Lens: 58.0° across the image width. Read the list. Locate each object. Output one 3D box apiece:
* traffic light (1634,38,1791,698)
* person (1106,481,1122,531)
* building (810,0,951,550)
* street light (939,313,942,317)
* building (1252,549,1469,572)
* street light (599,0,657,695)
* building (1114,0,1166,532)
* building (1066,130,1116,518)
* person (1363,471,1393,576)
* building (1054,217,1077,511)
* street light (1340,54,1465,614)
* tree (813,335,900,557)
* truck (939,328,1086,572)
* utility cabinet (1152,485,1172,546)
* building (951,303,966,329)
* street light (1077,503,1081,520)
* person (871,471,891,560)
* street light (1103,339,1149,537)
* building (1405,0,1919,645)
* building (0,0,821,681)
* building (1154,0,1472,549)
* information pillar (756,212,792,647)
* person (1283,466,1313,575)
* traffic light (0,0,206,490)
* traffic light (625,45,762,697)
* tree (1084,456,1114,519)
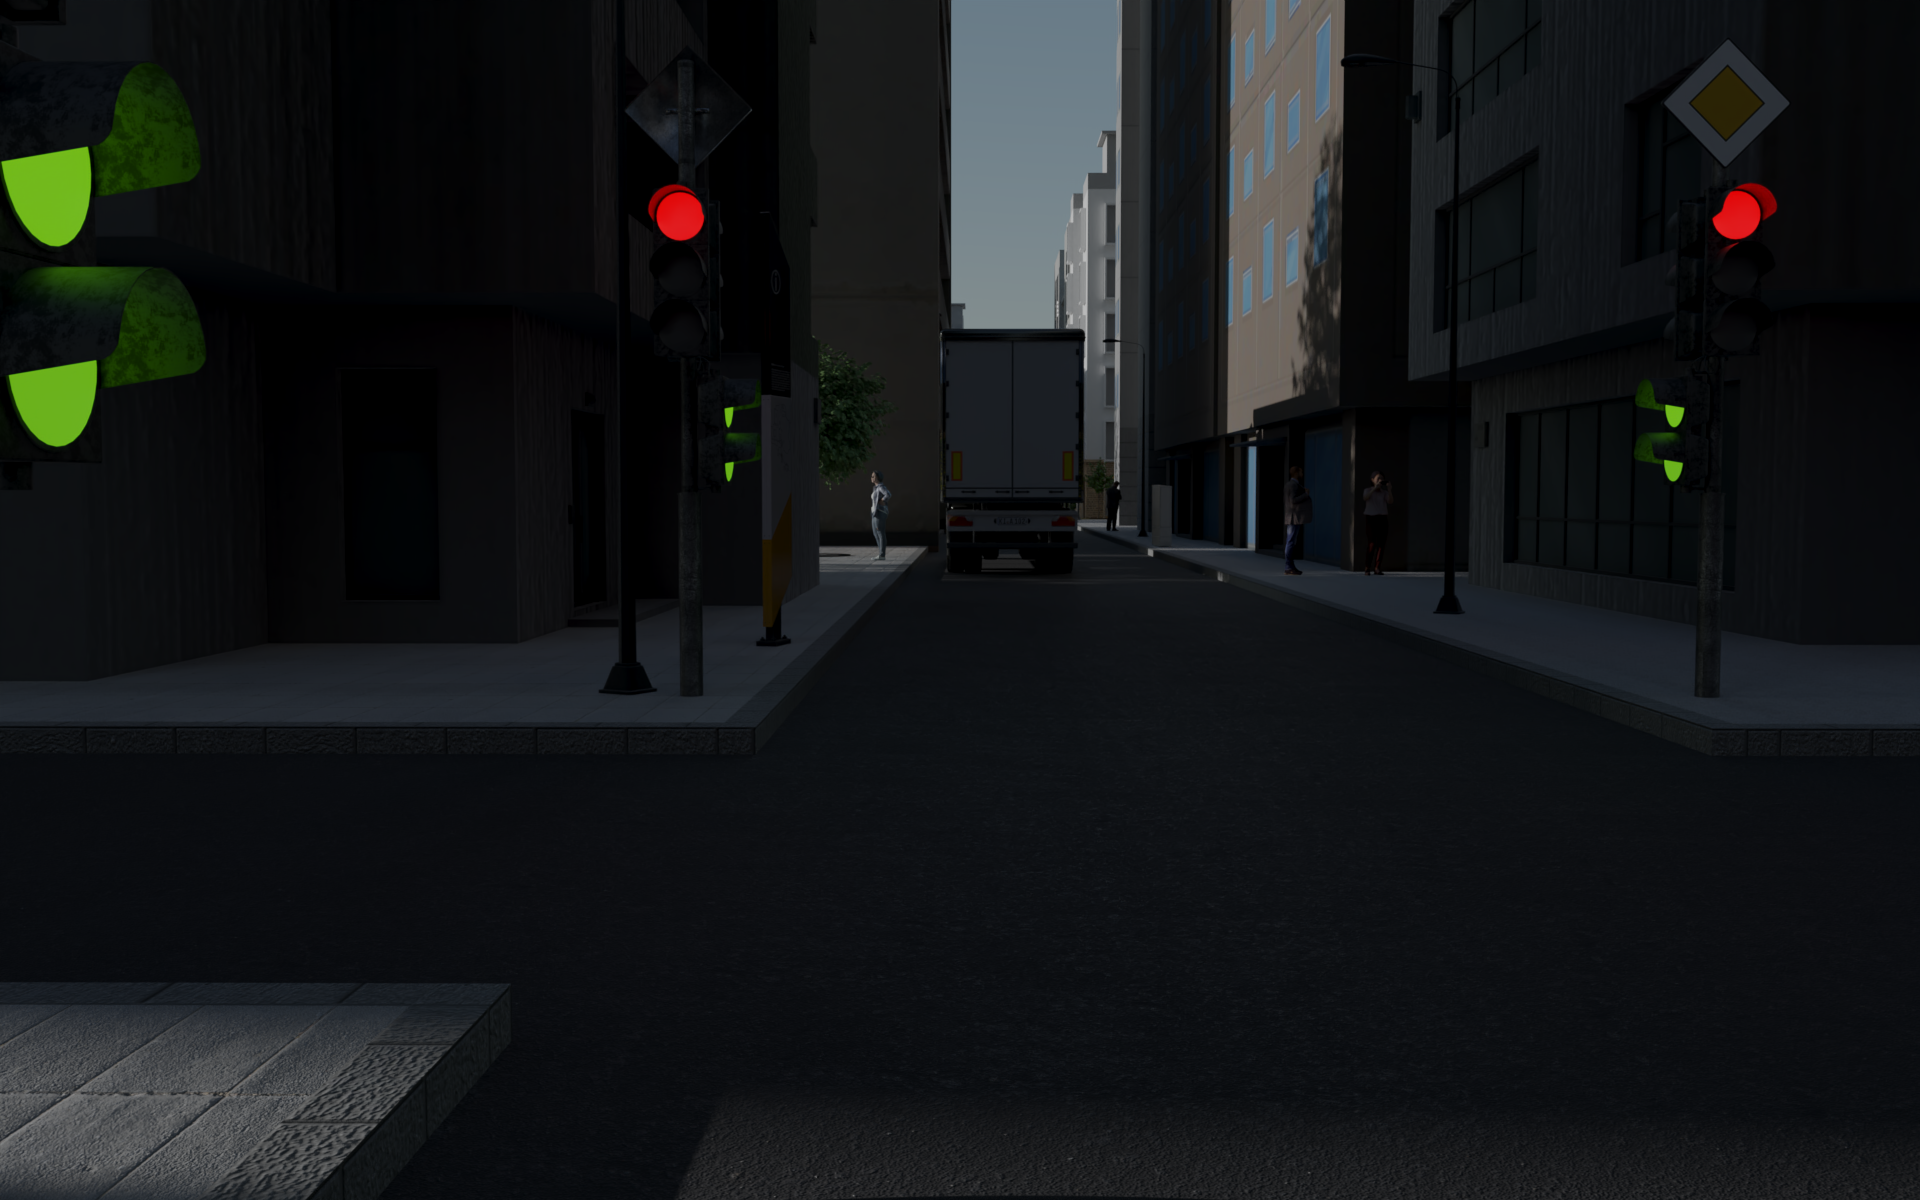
[{"bbox_3d":[4.711,-1.341,10.853,0.839,4.253,0.868,0,4,1],"label":"traffic light"},{"bbox_3d":[5.359,-3.271,60.217,0.565,1.739,0.600,1,4,12],"label":"person"},{"bbox_3d":[-11.069,-26.182,51.780,21.300,48.544,21.600,0,4,1],"label":"building"},{"bbox_3d":[-1.164,-4.390,44.316,1.470,5.913,1.316,0,4,1],"label":"street light"},{"bbox_3d":[13.098,-23.466,33.776,14.600,45.320,14.200,0,4,1],"label":"building"},{"bbox_3d":[-1.608,-2.354,11.023,1.470,5.913,1.316,0,4,1],"label":"street light"},{"bbox_3d":[16.942,-32.307,70.217,21.231,58.520,28.212,0,4,1],"label":"building"},{"bbox_3d":[14.018,-14.653,95.998,16.016,20.091,11.380,0,4,1],"label":"building"},{"bbox_3d":[6.604,-1.212,27.324,0.517,1.644,0.566,2,4,33],"label":"person"},{"bbox_3d":[15.485,-15.397,118.202,16.747,18.905,31.486,0,4,1],"label":"building"},{"bbox_3d":[4.719,-2.809,18.463,1.470,5.913,1.316,0,4,1],"label":"street light"},{"bbox_3d":[-2.913,-3.190,35.870,4.285,4.588,4.351,0,3,0],"label":"tree"},{"bbox_3d":[0.944,-2.816,34.952,2.839,4.237,11.283,0,4,1],"label":"truck"},{"bbox_3d":[4.959,-2.067,42.471,0.318,1.500,1.173,0,4,-3],"label":"utility cabinet"},{"bbox_3d":[-5.094,-19.682,178.227,11.380,20.091,16.016,0,4,1],"label":"building"},{"bbox_3d":[5.276,-6.899,85.342,1.470,5.913,1.316,0,4,1],"label":"street light"},{"bbox_3d":[-1.541,-1.638,33.552,0.376,1.734,0.841,0,4,-6],"label":"person"},{"bbox_3d":[4.959,-4.854,51.906,1.470,5.913,1.316,0,4,1],"label":"street light"},{"bbox_3d":[13.142,-14.997,16.897,14.107,30.474,14.160,0,4,1],"label":"building"},{"bbox_3d":[-9.086,-14.998,16.918,14.160,30.474,14.107,0,4,1],"label":"building"},{"bbox_3d":[13.203,-24.362,48.429,14.600,45.320,14.200,0,4,1],"label":"building"},{"bbox_3d":[-1.562,-1.428,14.697,0.183,3.616,0.504,1,4,16],"label":"information pillar"},{"bbox_3d":[5.365,-1.263,27.510,0.431,1.722,0.655,0,4,5],"label":"person"},{"bbox_3d":[-1.771,-0.856,2.918,0.839,4.253,0.868,0,4,1],"label":"traffic light"},{"bbox_3d":[-1.690,-1.344,10.903,0.839,4.253,0.868,0,4,1],"label":"traffic light"},{"bbox_3d":[7.253,-5.765,88.856,1.663,3.219,1.824,0,3,0],"label":"tree"}]
